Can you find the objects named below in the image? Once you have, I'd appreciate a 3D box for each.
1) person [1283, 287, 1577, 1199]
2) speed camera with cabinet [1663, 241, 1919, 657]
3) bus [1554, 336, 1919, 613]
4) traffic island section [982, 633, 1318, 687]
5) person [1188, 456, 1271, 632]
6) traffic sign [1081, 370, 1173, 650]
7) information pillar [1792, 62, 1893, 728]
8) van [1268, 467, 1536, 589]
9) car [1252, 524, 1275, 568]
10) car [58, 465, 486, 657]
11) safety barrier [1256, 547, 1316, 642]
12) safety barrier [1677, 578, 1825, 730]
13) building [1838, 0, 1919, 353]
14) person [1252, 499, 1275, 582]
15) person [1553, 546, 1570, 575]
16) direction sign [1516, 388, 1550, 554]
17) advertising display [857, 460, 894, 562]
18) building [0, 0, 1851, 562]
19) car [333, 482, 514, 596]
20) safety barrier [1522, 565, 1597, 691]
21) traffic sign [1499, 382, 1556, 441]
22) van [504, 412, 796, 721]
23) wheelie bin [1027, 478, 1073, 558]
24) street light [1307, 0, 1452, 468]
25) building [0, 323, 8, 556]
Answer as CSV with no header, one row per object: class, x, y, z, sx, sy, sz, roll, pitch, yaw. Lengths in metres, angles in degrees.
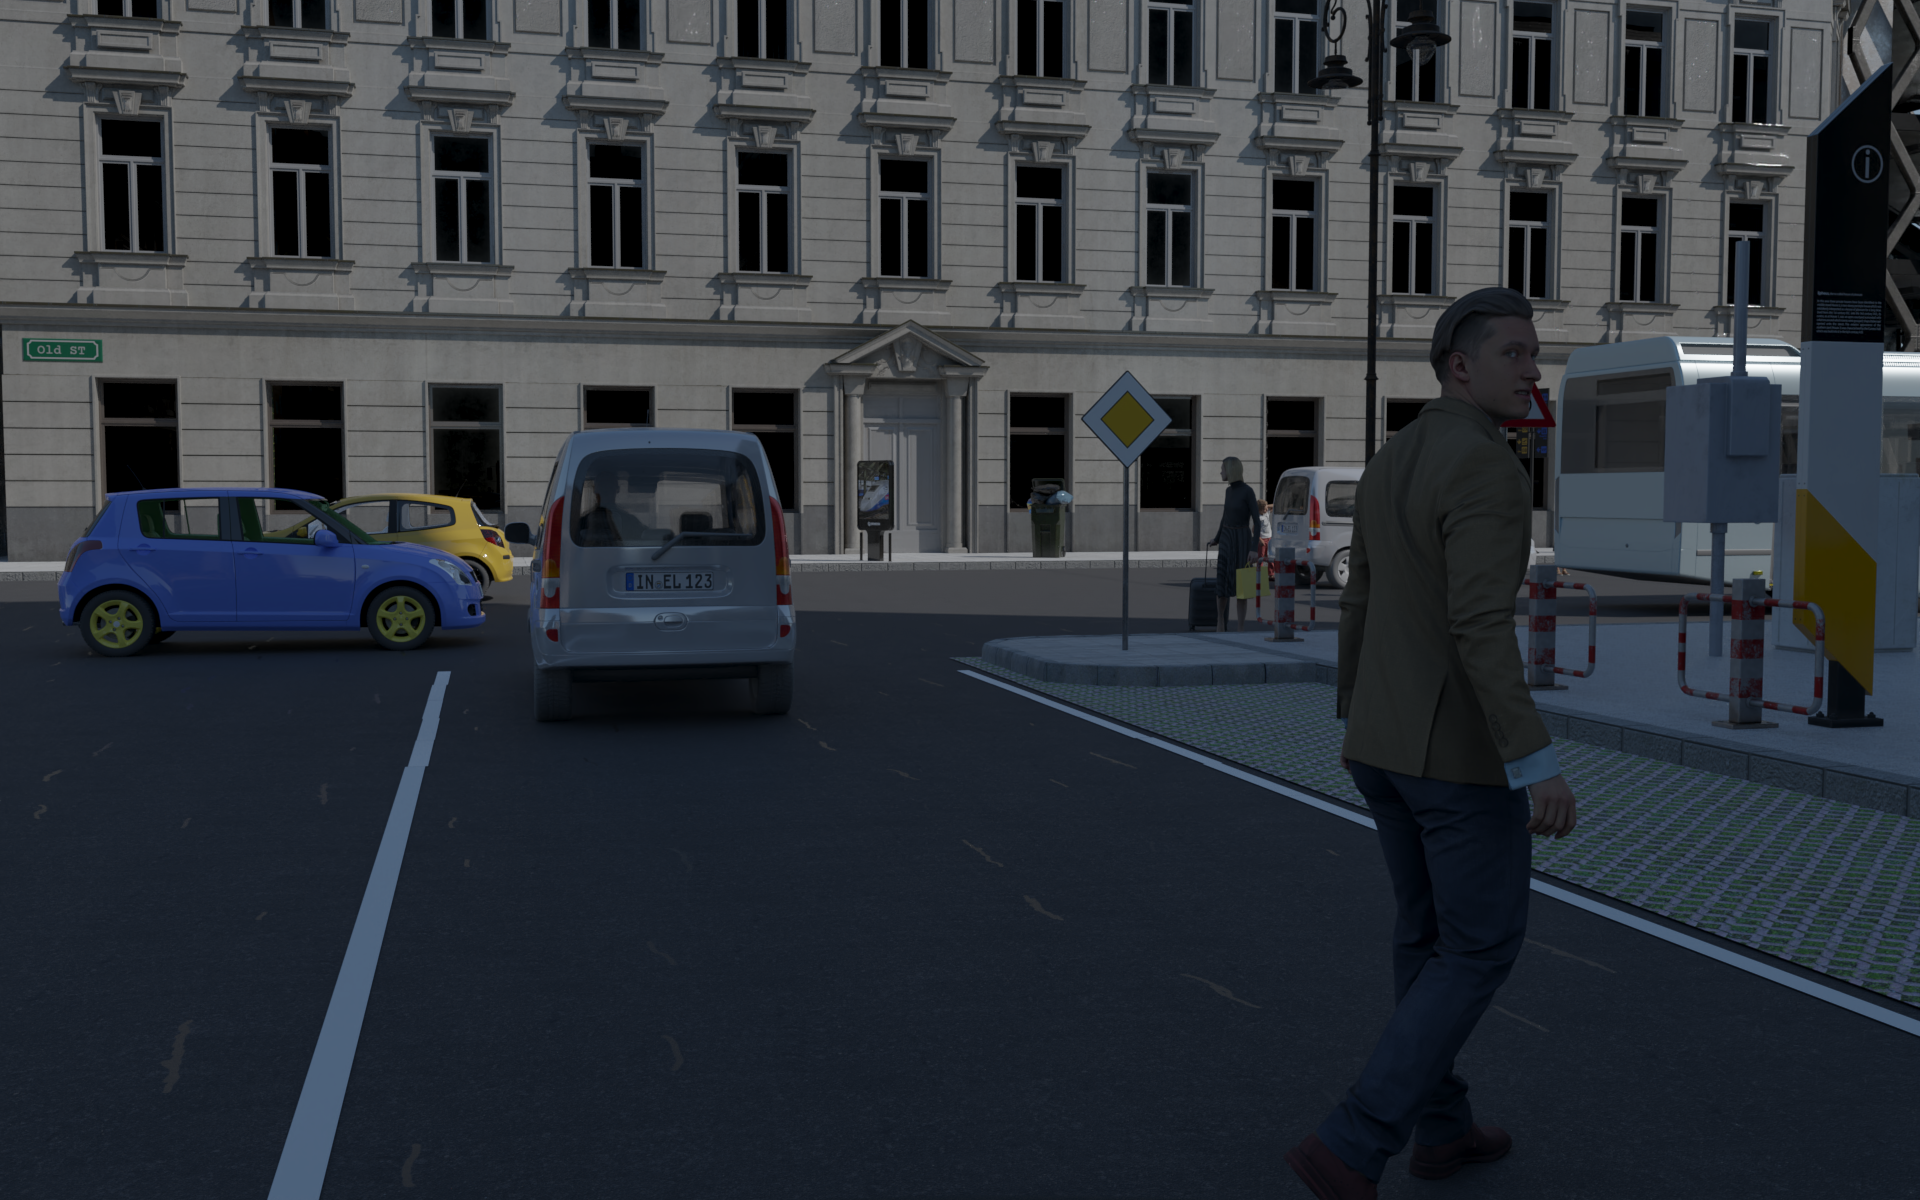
person,0.955,0.305,3.421,0.836,1.842,0.656,-3,5,-44
speed camera with cabinet,6.745,-1.203,14.010,2.038,3.252,0.660,-1,4,-15
bus,14.386,-1.700,22.649,13.247,3.499,2.948,-1,4,-14
traffic island section,1.375,0.491,14.253,2.009,0.180,2.903,-1,4,-15
person,2.715,-0.536,17.479,0.699,1.804,1.509,0,4,3
traffic sign,1.354,-0.644,14.170,0.795,2.450,0.064,-1,4,-15
information pillar,4.832,-1.108,9.476,0.504,3.616,0.183,-1,4,-14
van,6.934,-1.224,27.031,4.112,2.044,2.013,-1,4,-15
car,7.576,-1.428,33.141,4.222,1.686,2.009,-1,4,-16
car,-6.381,-0.409,16.274,3.694,1.707,1.945,-1,4,-16
safety barrier,2.827,-0.049,15.078,0.300,0.817,1.120,-1,4,-15
safety barrier,4.328,0.291,9.523,0.300,0.817,1.120,-1,4,-15
building,29.874,-11.418,54.130,16.811,18.784,16.820,-1,4,-15
person,5.000,-0.967,28.222,0.340,1.345,0.435,3,5,42
person,10.695,-1.069,30.641,0.362,1.253,0.373,-1,4,-12
direction sign,12.331,-2.774,37.355,0.379,3.537,0.876,-2,4,-29
advertising display,-1.616,-1.707,33.124,0.123,1.923,0.974,-3,5,-43
building,0.730,-16.418,44.848,44.131,29.872,17.030,-1,4,-15
car,-8.039,-0.794,23.207,3.980,1.641,2.015,-1,4,-14
safety barrier,3.824,0.177,11.376,0.300,0.817,1.120,-1,4,-15
traffic sign,4.338,-0.848,13.866,0.884,2.594,0.081,-1,4,-11
van,-2.237,-0.331,12.427,2.013,2.044,4.112,-1,4,-14
wheelie bin,1.804,-1.655,34.968,0.980,1.594,0.693,1,4,14
street light,3.409,-2.540,14.312,0.468,5.910,1.993,-1,4,-15
building,-28.417,-11.033,35.141,16.860,20.320,10.420,-1,4,-15
